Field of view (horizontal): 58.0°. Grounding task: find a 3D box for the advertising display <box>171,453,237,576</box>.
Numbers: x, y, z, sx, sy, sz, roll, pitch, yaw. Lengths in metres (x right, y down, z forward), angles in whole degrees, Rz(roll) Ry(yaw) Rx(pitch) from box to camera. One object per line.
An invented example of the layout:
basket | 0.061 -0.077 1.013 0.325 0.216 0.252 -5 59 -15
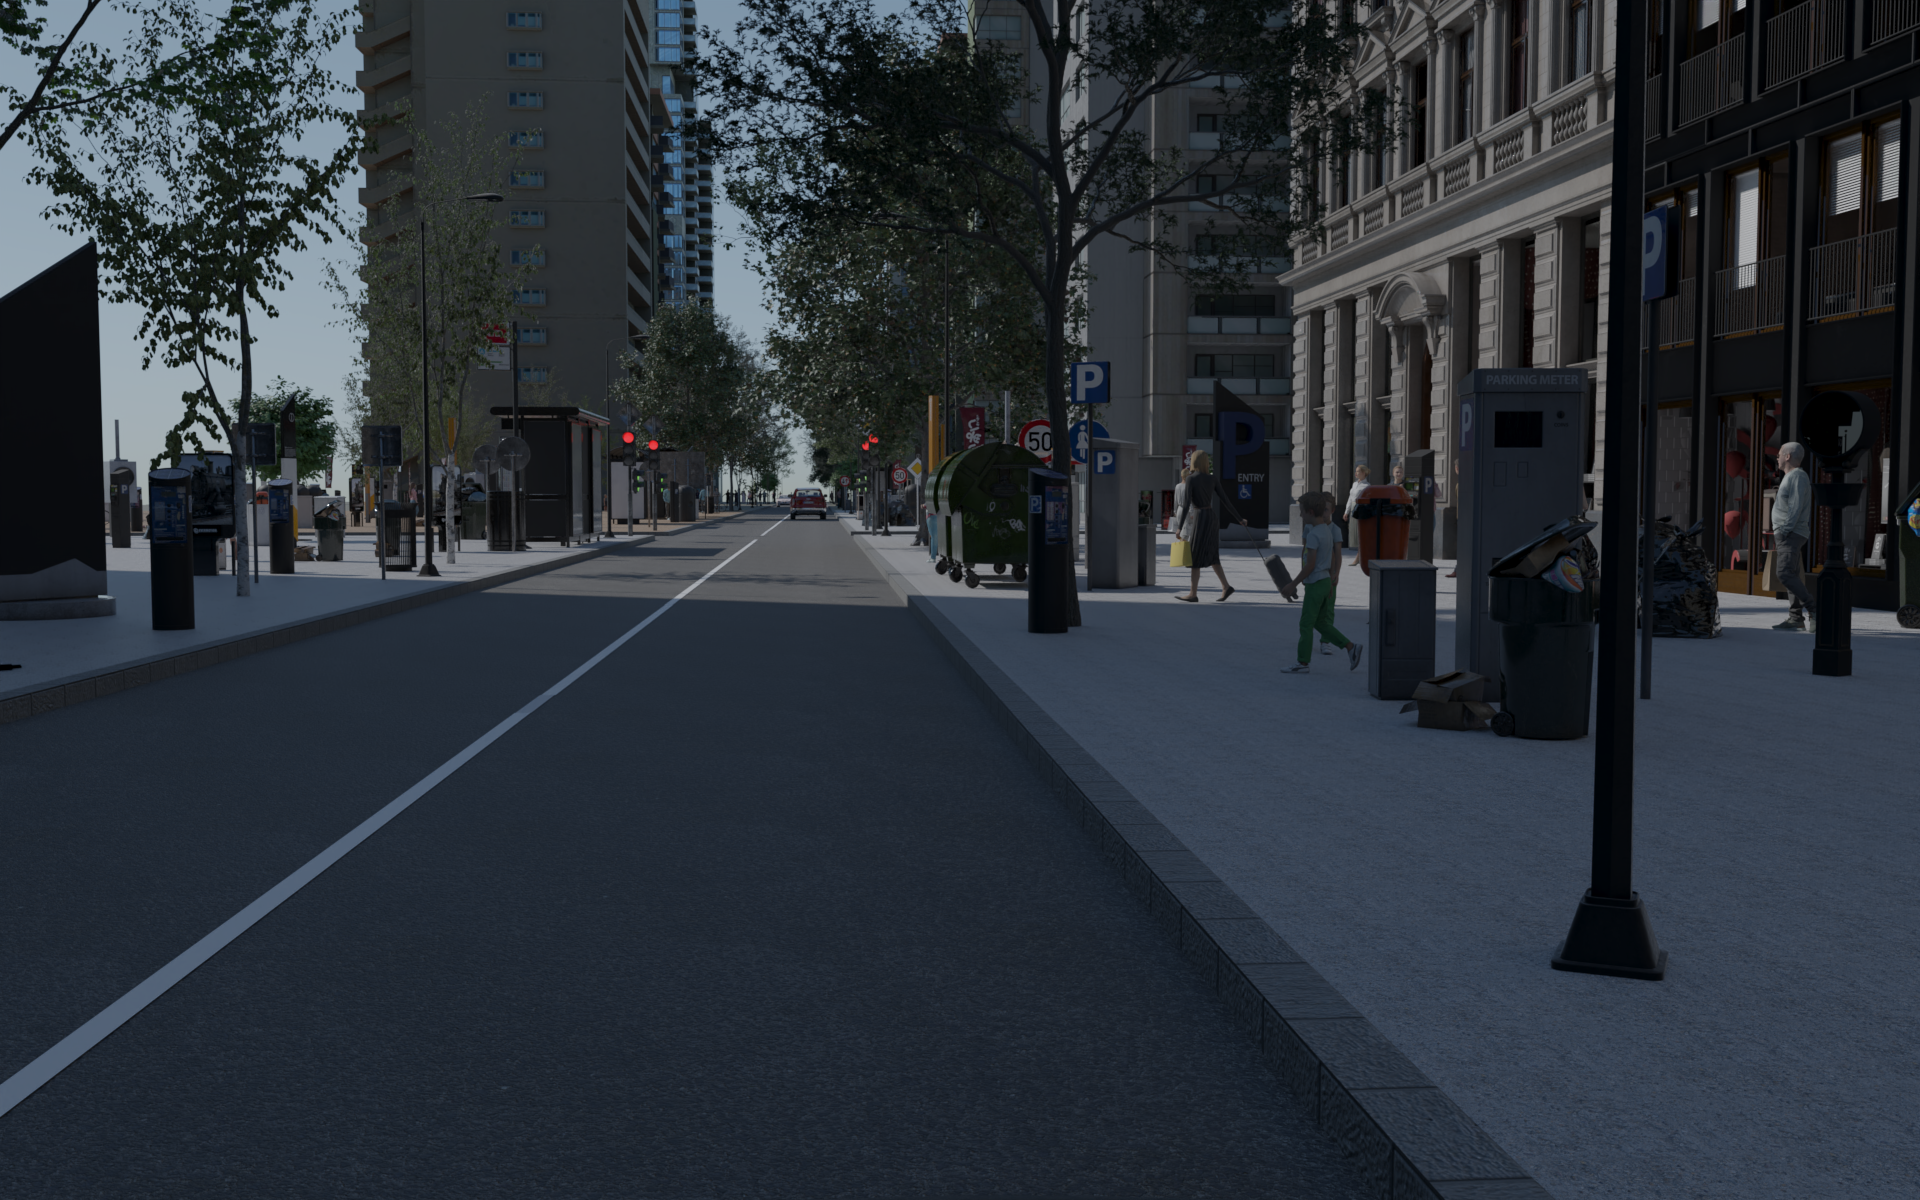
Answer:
advertising display | -11.835 -1.341 27.143 0.974 1.923 0.123 0 4 -2

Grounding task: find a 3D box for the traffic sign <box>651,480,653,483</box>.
traffic sign | -15.078 -5.220 85.080 0.795 2.593 0.064 0 4 1

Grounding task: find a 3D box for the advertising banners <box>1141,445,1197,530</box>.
advertising banners | 7.382 -4.003 61.639 2.074 3.025 0.090 0 4 8

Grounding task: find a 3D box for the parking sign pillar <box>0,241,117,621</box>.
parking sign pillar | -9.676 -1.812 18.102 1.447 3.967 1.447 2 4 27

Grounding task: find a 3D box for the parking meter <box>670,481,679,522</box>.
parking meter | -12.916 -4.444 78.374 0.255 1.863 0.399 2 4 29

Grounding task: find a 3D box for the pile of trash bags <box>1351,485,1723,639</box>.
pile of trash bags | 5.495 -0.425 16.694 3.447 1.369 1.912 2 4 24

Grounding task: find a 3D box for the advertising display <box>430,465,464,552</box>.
advertising display | -11.412 -2.030 38.397 0.123 1.923 0.974 2 4 25

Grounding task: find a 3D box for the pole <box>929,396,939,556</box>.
pole | -0.545 -2.579 36.011 0.158 3.312 0.155 0 3 0

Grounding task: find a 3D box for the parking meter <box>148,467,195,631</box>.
parking meter | -7.466 -0.489 16.400 0.372 1.533 0.369 0 3 0

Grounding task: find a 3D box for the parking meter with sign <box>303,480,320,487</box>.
parking meter with sign | -47.636 -8.054 127.936 1.738 3.016 0.543 -1 4 -14

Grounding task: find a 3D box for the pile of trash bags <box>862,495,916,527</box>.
pile of trash bags | -2.199 -3.631 69.112 3.447 1.369 1.912 0 4 -4

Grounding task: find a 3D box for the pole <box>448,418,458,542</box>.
pole | -13.567 -3.212 46.364 0.158 3.312 0.155 0 3 0

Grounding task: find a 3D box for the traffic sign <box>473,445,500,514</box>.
traffic sign | -12.155 -2.720 44.575 0.768 2.556 0.104 0 4 -1

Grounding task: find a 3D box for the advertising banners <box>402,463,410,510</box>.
advertising banners | -30.628 -6.099 95.908 0.090 3.025 2.074 0 4 -6

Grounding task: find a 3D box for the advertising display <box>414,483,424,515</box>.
advertising display | -32.168 -5.997 103.258 0.974 1.923 0.123 1 4 21

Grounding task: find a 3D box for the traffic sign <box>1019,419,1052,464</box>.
traffic sign | 1.360 -1.793 29.423 0.768 2.556 0.104 0 4 -4

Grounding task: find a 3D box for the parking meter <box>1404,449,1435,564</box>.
parking meter | 5.977 -1.032 22.577 0.255 1.863 0.399 3 5 45

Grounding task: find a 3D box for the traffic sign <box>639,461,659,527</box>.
traffic sign | -11.993 -4.077 66.768 0.768 2.556 0.104 0 4 0

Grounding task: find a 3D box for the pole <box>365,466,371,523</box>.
pole | -26.233 -5.066 76.669 0.158 3.312 0.155 0 3 0

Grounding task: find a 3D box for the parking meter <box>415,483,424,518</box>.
parking meter | -29.449 -5.420 94.323 0.399 1.863 0.255 -1 4 -23

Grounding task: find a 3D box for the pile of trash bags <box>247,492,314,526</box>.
pile of trash bags | -26.719 -3.687 70.041 3.447 1.369 1.912 -1 4 -10

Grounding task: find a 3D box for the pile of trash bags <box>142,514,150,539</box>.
pile of trash bags | -22.321 -2.419 49.298 1.912 1.369 3.447 -1 4 -13

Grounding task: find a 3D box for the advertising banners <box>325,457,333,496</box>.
advertising banners | -29.979 -5.171 80.727 2.074 3.025 0.090 2 4 24

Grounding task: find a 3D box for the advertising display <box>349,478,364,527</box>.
advertising display | -23.667 -3.835 67.923 0.123 1.923 0.974 1 4 8

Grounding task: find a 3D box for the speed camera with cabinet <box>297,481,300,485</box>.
speed camera with cabinet | -32.973 -5.484 83.993 0.660 3.252 2.038 2 4 23

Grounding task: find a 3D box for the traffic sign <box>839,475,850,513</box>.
traffic sign | -7.865 -7.245 118.554 0.768 2.556 0.104 0 4 5

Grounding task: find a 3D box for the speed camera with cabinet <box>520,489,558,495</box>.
speed camera with cabinet | -12.429 -3.473 51.117 2.038 3.252 0.660 2 4 28

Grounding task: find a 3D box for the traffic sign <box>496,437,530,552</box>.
traffic sign | -9.911 -2.343 38.416 0.768 2.556 0.104 0 4 1

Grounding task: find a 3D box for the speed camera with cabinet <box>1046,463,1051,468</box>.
speed camera with cabinet | 1.786 -3.489 51.379 0.660 3.252 2.038 -3 5 -41

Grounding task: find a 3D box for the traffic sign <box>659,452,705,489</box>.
traffic sign | -13.380 -5.467 83.254 2.265 3.308 0.079 0 4 4

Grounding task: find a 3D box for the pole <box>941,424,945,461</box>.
pole | -0.461 -3.476 50.671 0.158 3.312 0.155 0 3 0

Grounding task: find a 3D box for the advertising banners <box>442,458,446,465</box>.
advertising banners | -25.433 -5.395 84.388 0.090 3.025 2.074 -3 4 -39

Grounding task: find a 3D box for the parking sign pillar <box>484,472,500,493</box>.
parking sign pillar | -31.383 -7.830 116.492 1.447 3.967 1.447 0 4 -5

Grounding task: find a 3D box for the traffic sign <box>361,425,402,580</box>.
traffic sign | -8.619 -1.450 25.843 0.606 2.300 0.079 0 4 3

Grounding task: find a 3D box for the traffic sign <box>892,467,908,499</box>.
traffic sign | -2.882 -5.066 82.939 0.768 2.556 0.104 0 4 0

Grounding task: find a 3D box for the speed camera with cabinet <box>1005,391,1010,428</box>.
speed camera with cabinet | 0.976 -2.341 32.618 0.660 3.252 2.038 1 4 10

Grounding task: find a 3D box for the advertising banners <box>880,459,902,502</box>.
advertising banners | -3.810 -5.548 86.897 2.074 3.025 0.090 -2 4 -34

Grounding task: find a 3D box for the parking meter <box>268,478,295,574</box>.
parking meter | -10.927 -1.191 27.883 0.372 1.533 0.369 0 3 0

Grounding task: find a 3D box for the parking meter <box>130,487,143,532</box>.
parking meter | -28.022 -3.089 58.921 0.372 1.533 0.369 0 3 0

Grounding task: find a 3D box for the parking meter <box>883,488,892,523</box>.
parking meter | -3.240 -4.217 77.357 0.372 1.533 0.369 0 3 0

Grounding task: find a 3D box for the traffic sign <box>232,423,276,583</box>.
traffic sign | -10.134 -1.392 24.887 0.606 2.300 0.079 0 4 -4

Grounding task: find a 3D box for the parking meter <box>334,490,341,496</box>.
parking meter | -38.353 -6.016 106.774 0.372 1.533 0.369 0 3 0

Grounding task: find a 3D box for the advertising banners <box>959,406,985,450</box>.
advertising banners | 1.013 -2.349 34.591 2.074 3.025 0.090 0 4 7

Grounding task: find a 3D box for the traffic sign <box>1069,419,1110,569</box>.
traffic sign | 2.180 -1.805 29.625 0.768 2.556 0.104 0 4 -4

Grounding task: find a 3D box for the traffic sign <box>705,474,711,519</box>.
traffic sign | -13.104 -5.319 89.098 0.606 2.300 0.079 0 4 1

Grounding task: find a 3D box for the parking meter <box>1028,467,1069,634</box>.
parking meter | 0.817 -0.466 16.036 0.372 1.533 0.369 0 3 0

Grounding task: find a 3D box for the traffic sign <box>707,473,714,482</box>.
traffic sign | -15.721 -6.604 107.710 0.795 2.593 0.064 0 4 -4

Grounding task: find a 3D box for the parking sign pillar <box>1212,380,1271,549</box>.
parking sign pillar | 6.678 -3.222 41.148 1.447 3.967 1.447 -1 4 -17

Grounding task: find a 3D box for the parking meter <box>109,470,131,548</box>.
parking meter | -19.973 -2.170 41.192 0.255 1.863 0.399 1 4 18

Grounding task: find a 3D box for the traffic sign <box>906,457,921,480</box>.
traffic sign | -1.500 -3.811 62.038 0.795 2.593 0.064 0 3 0

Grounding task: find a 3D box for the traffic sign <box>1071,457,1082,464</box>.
traffic sign | 2.317 -1.906 31.172 0.884 2.594 0.081 0 4 1
